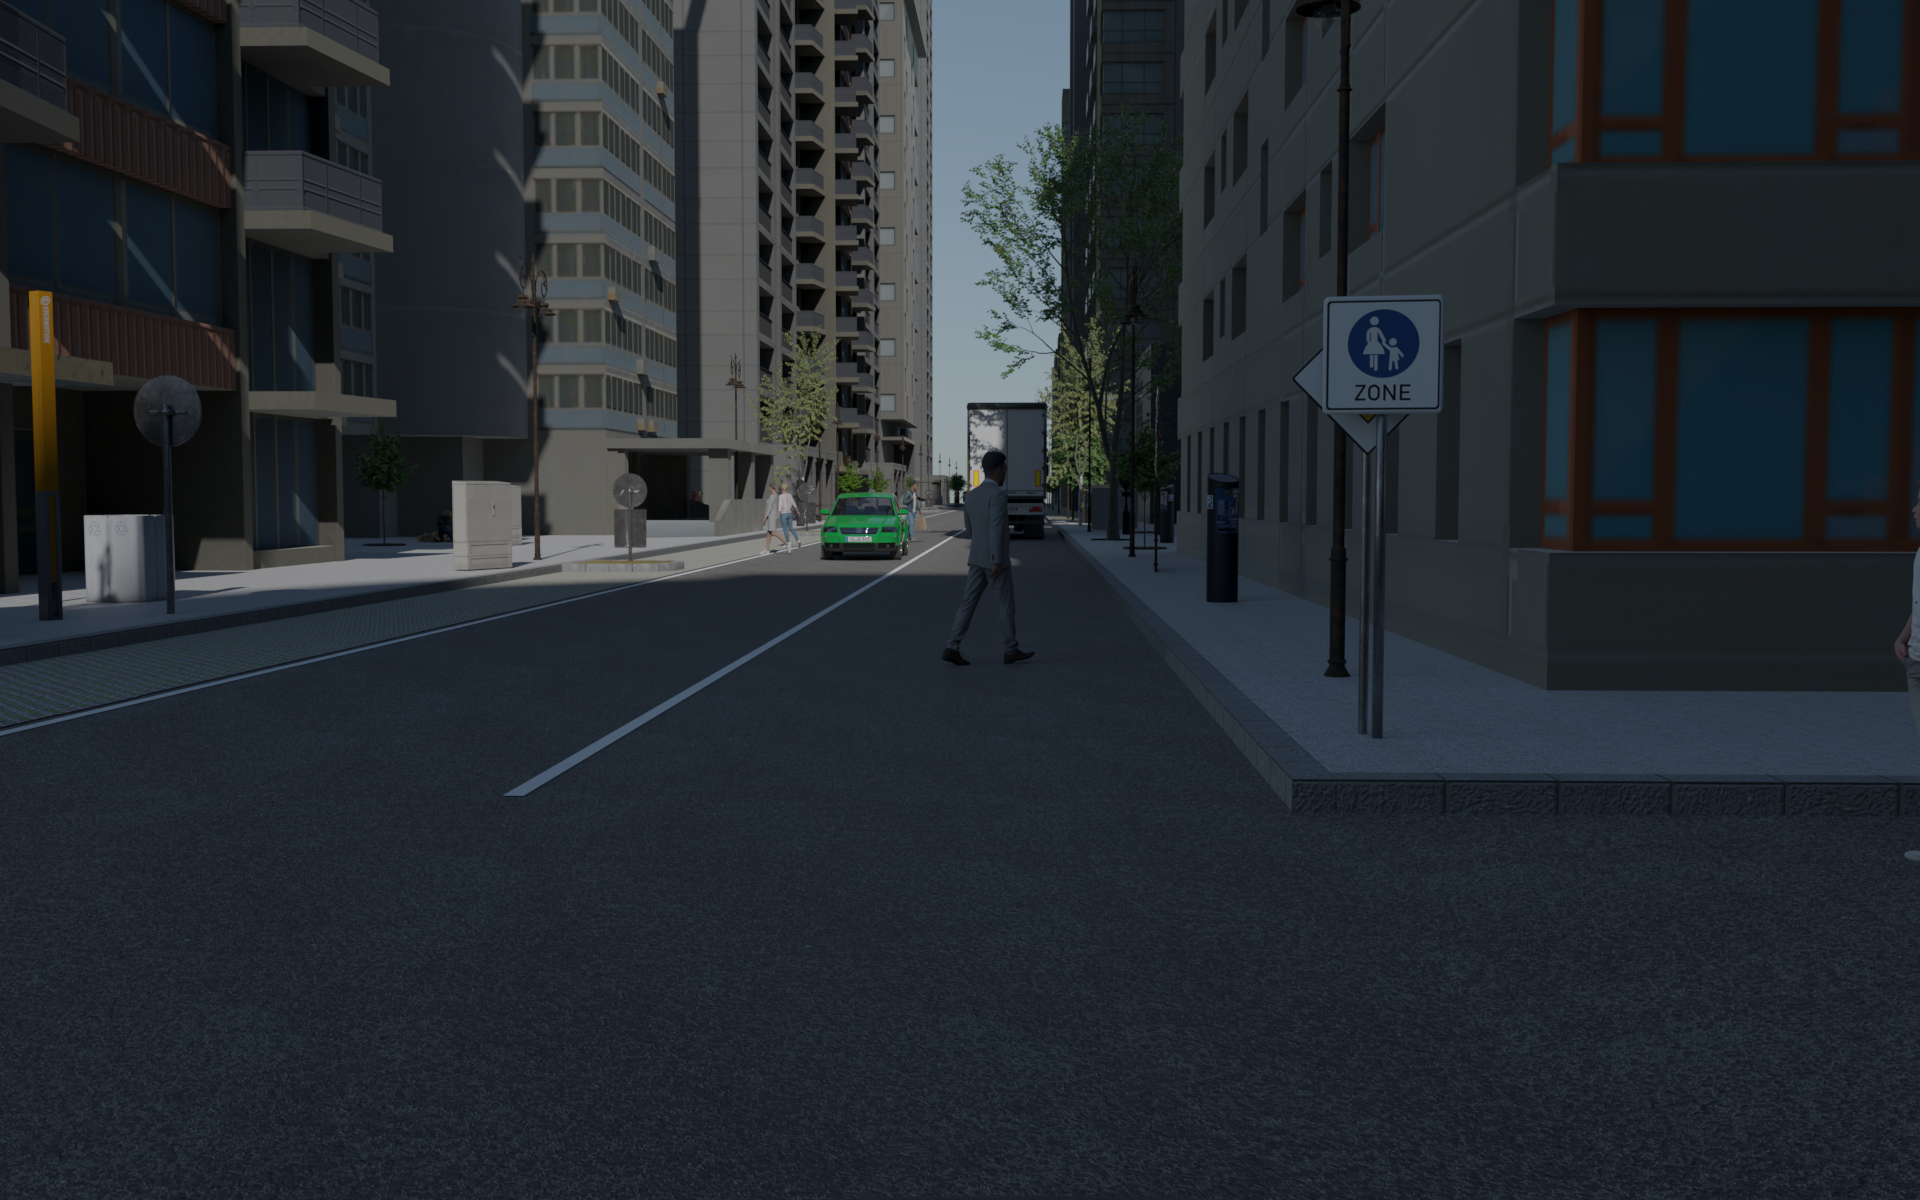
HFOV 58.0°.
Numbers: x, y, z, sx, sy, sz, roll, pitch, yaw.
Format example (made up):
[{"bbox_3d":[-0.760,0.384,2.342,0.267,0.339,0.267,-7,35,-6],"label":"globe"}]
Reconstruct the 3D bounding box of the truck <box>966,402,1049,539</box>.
[{"bbox_3d":[1.649,-4.258,58.539,2.839,4.237,11.283,0,4,2],"label":"truck"}]

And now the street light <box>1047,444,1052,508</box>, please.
[{"bbox_3d":[7.347,-10.026,136.715,0.468,5.910,1.993,0,4,2],"label":"street light"}]

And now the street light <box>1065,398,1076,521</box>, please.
[{"bbox_3d":[5.416,-6.735,82.906,0.468,5.910,1.993,0,4,2],"label":"street light"}]

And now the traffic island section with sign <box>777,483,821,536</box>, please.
[{"bbox_3d":[-5.248,-3.108,59.449,1.989,1.847,2.006,0,4,2],"label":"traffic island section with sign"}]

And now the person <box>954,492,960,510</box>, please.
[{"bbox_3d":[-0.313,-9.069,158.250,0.593,1.643,0.415,-2,4,-31],"label":"person"}]

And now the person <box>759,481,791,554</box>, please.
[{"bbox_3d":[-4.404,-1.950,41.137,0.760,1.731,0.466,-1,4,-23],"label":"person"}]

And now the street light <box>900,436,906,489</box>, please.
[{"bbox_3d":[-4.418,-9.859,133.982,0.468,5.910,1.993,0,4,2],"label":"street light"}]

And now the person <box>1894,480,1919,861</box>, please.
[{"bbox_3d":[3.821,0.273,6.641,0.523,1.515,0.503,-2,4,-34],"label":"person"}]

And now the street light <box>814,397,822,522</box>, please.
[{"bbox_3d":[-6.496,-6.567,80.151,0.468,5.910,1.993,0,4,2],"label":"street light"}]

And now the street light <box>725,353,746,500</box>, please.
[{"bbox_3d":[-7.357,-5.149,56.966,0.468,5.910,1.993,0,4,2],"label":"street light"}]

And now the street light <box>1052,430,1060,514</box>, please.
[{"bbox_3d":[6.486,-8.608,113.531,0.468,5.910,1.993,0,4,2],"label":"street light"}]

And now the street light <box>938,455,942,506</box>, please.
[{"bbox_3d":[-2.237,-13.509,193.654,0.468,5.910,1.993,0,4,2],"label":"street light"}]

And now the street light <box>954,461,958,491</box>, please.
[{"bbox_3d":[-0.500,-16.356,240.213,0.468,5.910,1.993,0,4,2],"label":"street light"}]

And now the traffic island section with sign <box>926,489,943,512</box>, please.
[{"bbox_3d":[-2.360,-7.816,136.427,1.989,1.847,2.006,0,4,2],"label":"traffic island section with sign"}]

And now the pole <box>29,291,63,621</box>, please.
[{"bbox_3d":[-9.252,-1.449,17.529,0.158,3.312,0.155,0,3,0],"label":"pole"}]

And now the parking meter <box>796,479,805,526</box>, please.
[{"bbox_3d":[-6.357,-3.876,69.077,0.255,1.863,0.399,-1,4,-21],"label":"parking meter"}]

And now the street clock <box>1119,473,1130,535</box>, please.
[{"bbox_3d":[5.255,-3.068,54.730,0.471,2.002,0.358,3,4,36],"label":"street clock"}]

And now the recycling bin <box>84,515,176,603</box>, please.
[{"bbox_3d":[-9.951,-0.503,20.772,0.722,1.027,0.722,1,4,14],"label":"recycling bin"}]

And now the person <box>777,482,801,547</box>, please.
[{"bbox_3d":[-4.504,-2.275,46.362,0.598,1.740,0.731,2,4,29],"label":"person"}]

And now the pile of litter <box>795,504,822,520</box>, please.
[{"bbox_3d":[-7.240,-4.305,84.345,1.719,0.858,1.176,2,4,26],"label":"pile of litter"}]

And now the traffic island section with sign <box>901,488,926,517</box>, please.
[{"bbox_3d":[-3.372,-6.169,109.491,1.989,1.847,2.006,0,4,2],"label":"traffic island section with sign"}]

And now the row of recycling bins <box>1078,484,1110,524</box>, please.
[{"bbox_3d":[5.974,-4.151,74.977,1.069,1.692,3.534,-1,4,-12],"label":"row of recycling bins"}]

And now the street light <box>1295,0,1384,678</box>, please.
[{"bbox_3d":[2.654,-2.399,12.016,0.468,5.910,1.993,0,4,2],"label":"street light"}]

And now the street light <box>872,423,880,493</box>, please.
[{"bbox_3d":[-5.308,-8.441,110.799,0.468,5.910,1.993,0,4,2],"label":"street light"}]

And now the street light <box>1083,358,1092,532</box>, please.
[{"bbox_3d":[4.394,-5.254,58.693,0.468,5.910,1.993,0,4,2],"label":"street light"}]

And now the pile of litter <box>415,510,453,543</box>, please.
[{"bbox_3d":[-14.034,-1.982,46.375,1.176,0.858,1.719,0,4,5],"label":"pile of litter"}]

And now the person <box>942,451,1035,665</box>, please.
[{"bbox_3d":[0.226,-0.353,14.552,0.850,1.792,0.678,-2,4,-35],"label":"person"}]

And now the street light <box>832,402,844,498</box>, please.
[{"bbox_3d":[-6.162,-7.004,87.299,0.468,5.910,1.993,0,4,2],"label":"street light"}]

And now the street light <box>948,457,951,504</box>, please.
[{"bbox_3d":[-1.315,-14.927,216.836,0.468,5.910,1.993,0,4,2],"label":"street light"}]

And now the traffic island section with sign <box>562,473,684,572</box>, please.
[{"bbox_3d":[-6.258,-1.461,32.512,1.989,1.847,2.006,0,4,2],"label":"traffic island section with sign"}]

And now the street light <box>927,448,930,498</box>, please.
[{"bbox_3d":[-3.107,-12.034,169.543,0.468,5.910,1.993,0,4,2],"label":"street light"}]

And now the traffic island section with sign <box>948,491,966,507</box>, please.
[{"bbox_3d":[-0.265,-11.222,192.102,1.989,1.847,2.006,0,4,2],"label":"traffic island section with sign"}]

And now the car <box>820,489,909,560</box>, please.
[{"bbox_3d":[-2.115,-1.849,39.035,1.959,1.807,4.718,0,4,1],"label":"car"}]

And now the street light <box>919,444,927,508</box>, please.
[{"bbox_3d":[-3.555,-11.294,157.446,0.468,5.910,1.993,0,4,2],"label":"street light"}]

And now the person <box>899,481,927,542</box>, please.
[{"bbox_3d":[-1.388,-2.620,51.321,0.794,1.824,0.713,-3,5,-41],"label":"person"}]

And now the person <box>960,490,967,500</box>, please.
[{"bbox_3d":[0.611,-8.094,140.858,1.348,1.821,0.705,-1,4,-10],"label":"person"}]

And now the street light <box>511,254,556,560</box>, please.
[{"bbox_3d":[-8.211,-3.713,33.495,0.468,5.910,1.993,0,4,2],"label":"street light"}]

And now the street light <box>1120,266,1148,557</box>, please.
[{"bbox_3d":[3.515,-3.817,35.201,0.468,5.910,1.993,0,4,2],"label":"street light"}]
